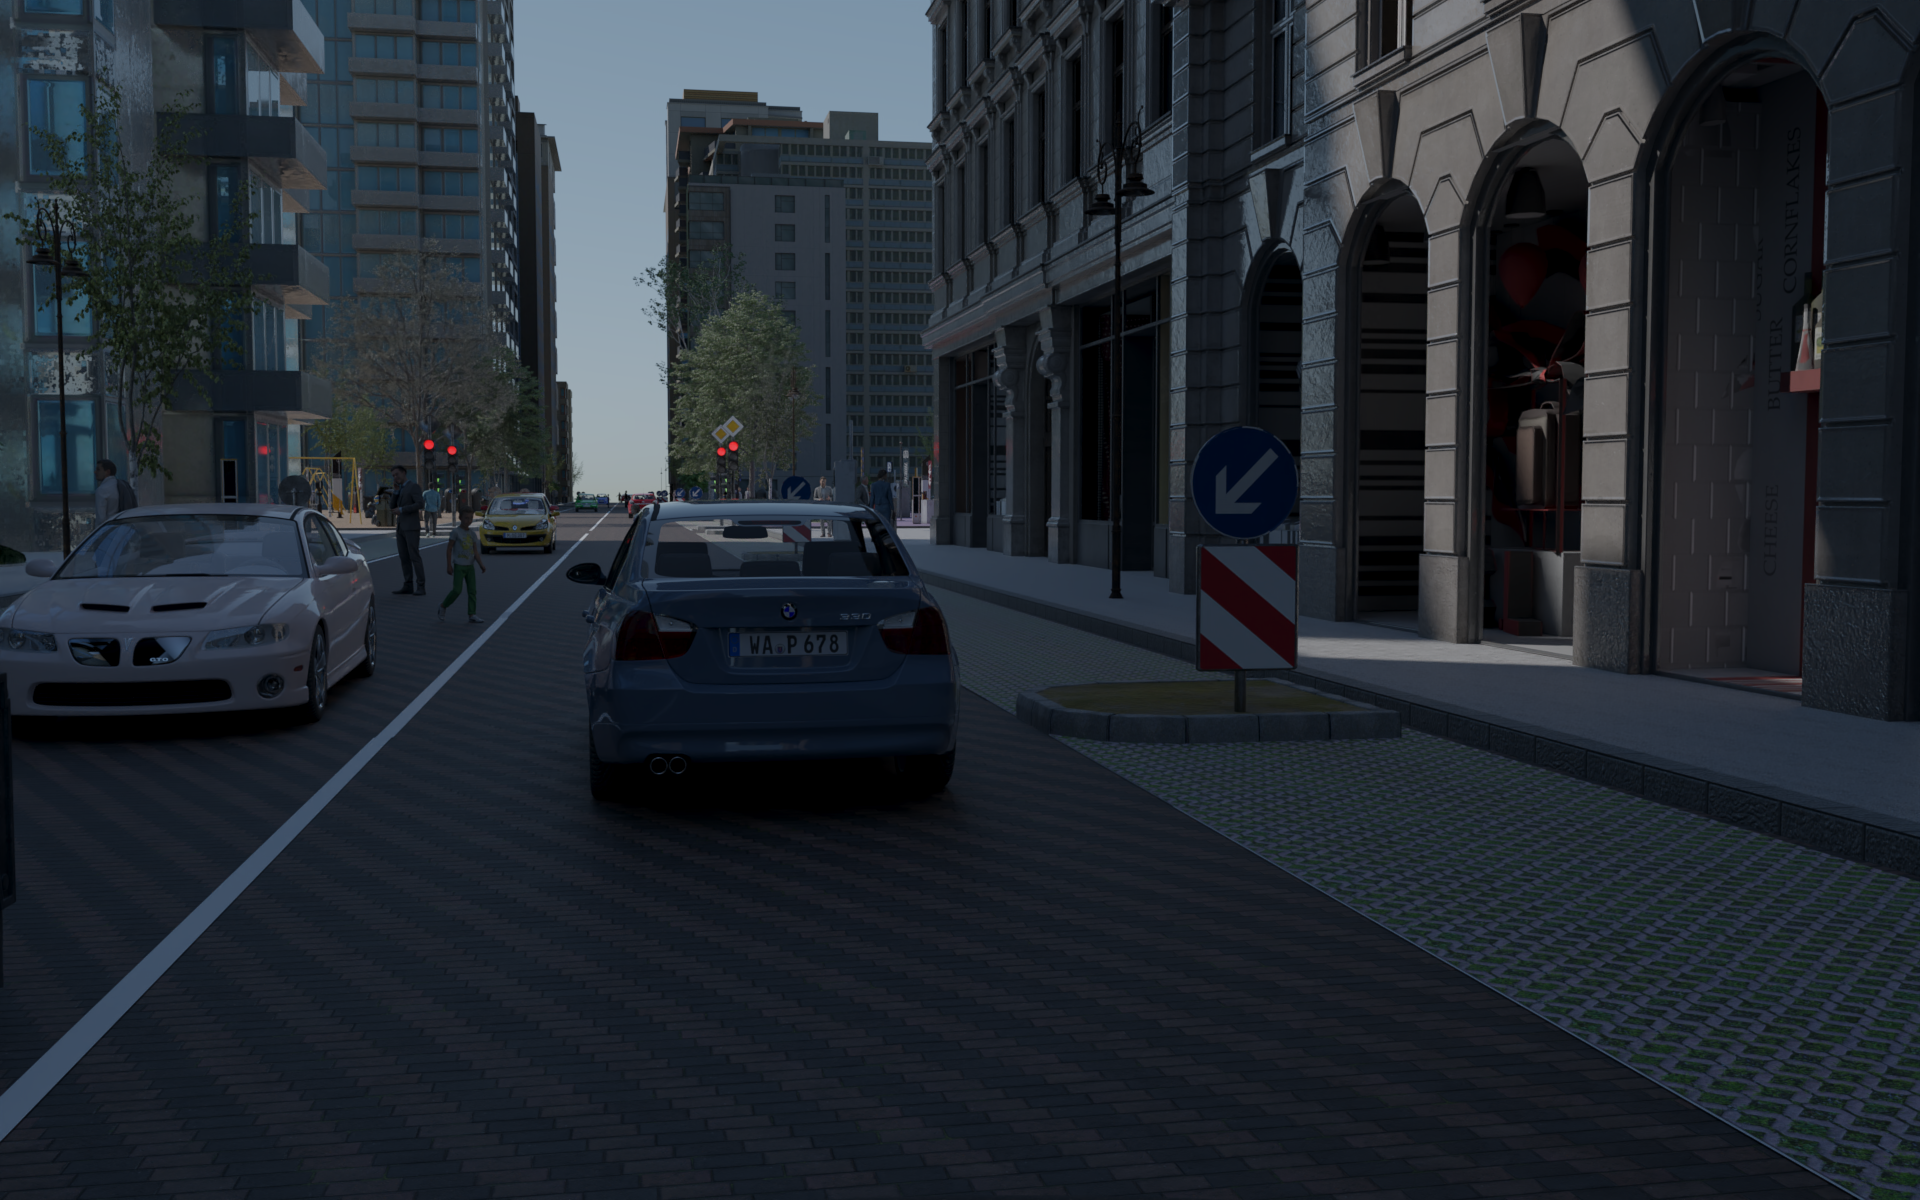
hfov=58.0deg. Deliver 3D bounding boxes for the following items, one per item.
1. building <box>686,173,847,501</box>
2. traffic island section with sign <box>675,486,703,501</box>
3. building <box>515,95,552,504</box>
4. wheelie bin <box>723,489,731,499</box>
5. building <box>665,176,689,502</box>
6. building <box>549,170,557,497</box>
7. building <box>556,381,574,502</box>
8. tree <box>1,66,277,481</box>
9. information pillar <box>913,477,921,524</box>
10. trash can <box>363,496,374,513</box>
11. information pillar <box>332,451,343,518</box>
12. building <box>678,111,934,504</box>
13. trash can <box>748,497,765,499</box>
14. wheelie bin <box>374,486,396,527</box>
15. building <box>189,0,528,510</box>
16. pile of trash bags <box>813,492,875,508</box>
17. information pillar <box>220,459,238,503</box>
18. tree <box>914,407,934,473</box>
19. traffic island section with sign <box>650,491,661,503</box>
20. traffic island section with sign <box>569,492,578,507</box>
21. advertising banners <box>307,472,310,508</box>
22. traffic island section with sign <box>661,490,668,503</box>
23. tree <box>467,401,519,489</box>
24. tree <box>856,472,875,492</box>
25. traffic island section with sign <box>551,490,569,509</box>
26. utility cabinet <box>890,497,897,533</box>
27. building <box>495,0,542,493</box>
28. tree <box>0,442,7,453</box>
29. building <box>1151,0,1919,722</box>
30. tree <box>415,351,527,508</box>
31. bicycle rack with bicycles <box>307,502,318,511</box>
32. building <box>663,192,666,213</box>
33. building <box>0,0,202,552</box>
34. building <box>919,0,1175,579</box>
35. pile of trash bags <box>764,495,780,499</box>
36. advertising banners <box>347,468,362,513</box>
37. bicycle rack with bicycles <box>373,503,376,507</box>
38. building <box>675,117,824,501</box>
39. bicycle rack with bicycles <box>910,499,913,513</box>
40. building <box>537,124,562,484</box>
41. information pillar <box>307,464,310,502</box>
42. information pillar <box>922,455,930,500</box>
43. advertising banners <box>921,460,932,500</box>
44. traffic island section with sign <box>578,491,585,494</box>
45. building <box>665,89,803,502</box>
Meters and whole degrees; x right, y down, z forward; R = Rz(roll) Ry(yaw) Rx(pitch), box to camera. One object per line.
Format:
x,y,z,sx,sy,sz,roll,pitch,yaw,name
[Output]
-18.156,-23.758,160.141,14.160,30.474,14.107,-1,4,-11,building
-13.995,-5.039,91.013,1.989,1.847,2.006,-1,4,-11,traffic island section with sign
-55.043,-33.503,197.887,14.600,45.320,14.200,-1,4,-11,building
-13.165,-5.583,99.192,0.693,1.594,0.980,3,5,42,wheelie bin
-33.290,-36.012,238.902,14.600,45.320,14.200,-1,4,-11,building
-60.764,-35.366,228.351,14.600,45.320,14.200,-1,4,-11,building
-76.500,-26.416,276.933,27.650,21.520,28.899,-1,4,-11,building
-14.598,-4.931,30.978,4.737,8.622,4.395,0,3,0,tree
-1.830,-4.238,73.786,0.304,2.012,0.304,1,4,17,information pillar
-38.743,-6.226,113.453,0.748,1.137,0.748,0,3,0,trash can
-33.124,-6.166,92.166,0.504,3.616,0.183,-2,4,-26,information pillar
-13.082,-29.865,180.177,32.217,40.220,23.993,-1,4,-11,building
-9.080,-4.022,77.413,0.748,1.137,0.748,0,3,0,trash can
-22.427,-3.664,67.817,0.693,1.594,0.980,2,4,30,wheelie bin
-51.214,-32.649,153.419,23.786,49.044,30.456,-1,4,-11,building
-6.049,-4.905,89.946,3.447,1.369,1.912,-1,4,-10,pile of trash bags
-15.297,-1.945,36.288,0.304,2.012,0.304,-2,4,-27,information pillar
-1.668,-11.789,143.113,4.737,8.622,4.395,0,3,0,tree
-28.615,-9.693,167.110,1.989,1.847,2.006,-1,4,-11,traffic island section with sign
-43.746,-11.220,192.066,1.989,1.847,2.006,-1,4,-11,traffic island section with sign
-40.157,-6.758,106.682,0.090,3.025,2.074,-1,4,-18,advertising banners
-19.173,-6.685,117.931,1.989,1.847,2.006,-1,4,-11,traffic island section with sign
-33.563,-10.677,124.930,4.360,8.622,3.978,0,3,0,tree
-7.994,-9.229,145.493,1.663,3.219,1.824,0,3,0,tree
-38.639,-9.595,165.508,1.989,1.847,2.006,-1,4,-11,traffic island section with sign
-1.802,-1.910,42.383,0.306,1.237,1.020,1,4,13,utility cabinet
-54.441,-45.313,179.127,20.563,71.187,20.611,-1,4,-11,building
-14.582,-1.813,24.240,1.663,3.219,1.824,0,3,0,tree
10.671,-10.399,11.817,13.314,21.916,24.055,-1,4,-11,building
-30.317,-10.605,107.798,8.767,10.594,7.601,2,4,30,tree
-43.764,-6.181,114.436,2.925,0.926,2.852,3,5,44,bicycle rack with bicycles
-34.413,-42.780,288.684,28.713,52.752,27.495,-1,4,-11,building
-33.344,-25.982,44.410,30.456,49.044,23.786,-1,4,-11,building
3.831,-11.769,43.337,10.553,20.767,40.483,-1,4,-11,building
-12.814,-7.069,125.336,3.447,1.369,1.912,-2,4,-28,pile of trash bags
-40.221,-7.271,115.062,0.090,3.025,2.074,-3,5,-45,advertising banners
-42.766,-7.118,129.759,2.852,0.926,2.925,-2,4,-34,bicycle rack with bicycles
-22.373,-33.705,205.703,22.147,44.769,28.867,-1,4,-11,building
-3.669,-6.449,118.825,2.925,0.926,2.852,-2,4,-30,bicycle rack with bicycles
-71.772,-40.272,247.678,28.713,52.752,27.495,-1,4,-11,building
-49.961,-8.655,132.868,0.183,3.616,0.504,-2,4,-34,information pillar
-2.165,-6.928,104.620,0.183,3.616,0.504,-2,4,-34,information pillar
-1.837,-5.774,90.585,0.090,3.025,2.074,-1,4,-21,advertising banners
-54.299,-14.580,247.015,1.989,1.847,2.006,-1,4,-11,traffic island section with sign
-33.290,-43.918,260.052,21.231,58.520,28.212,-1,4,-11,building
